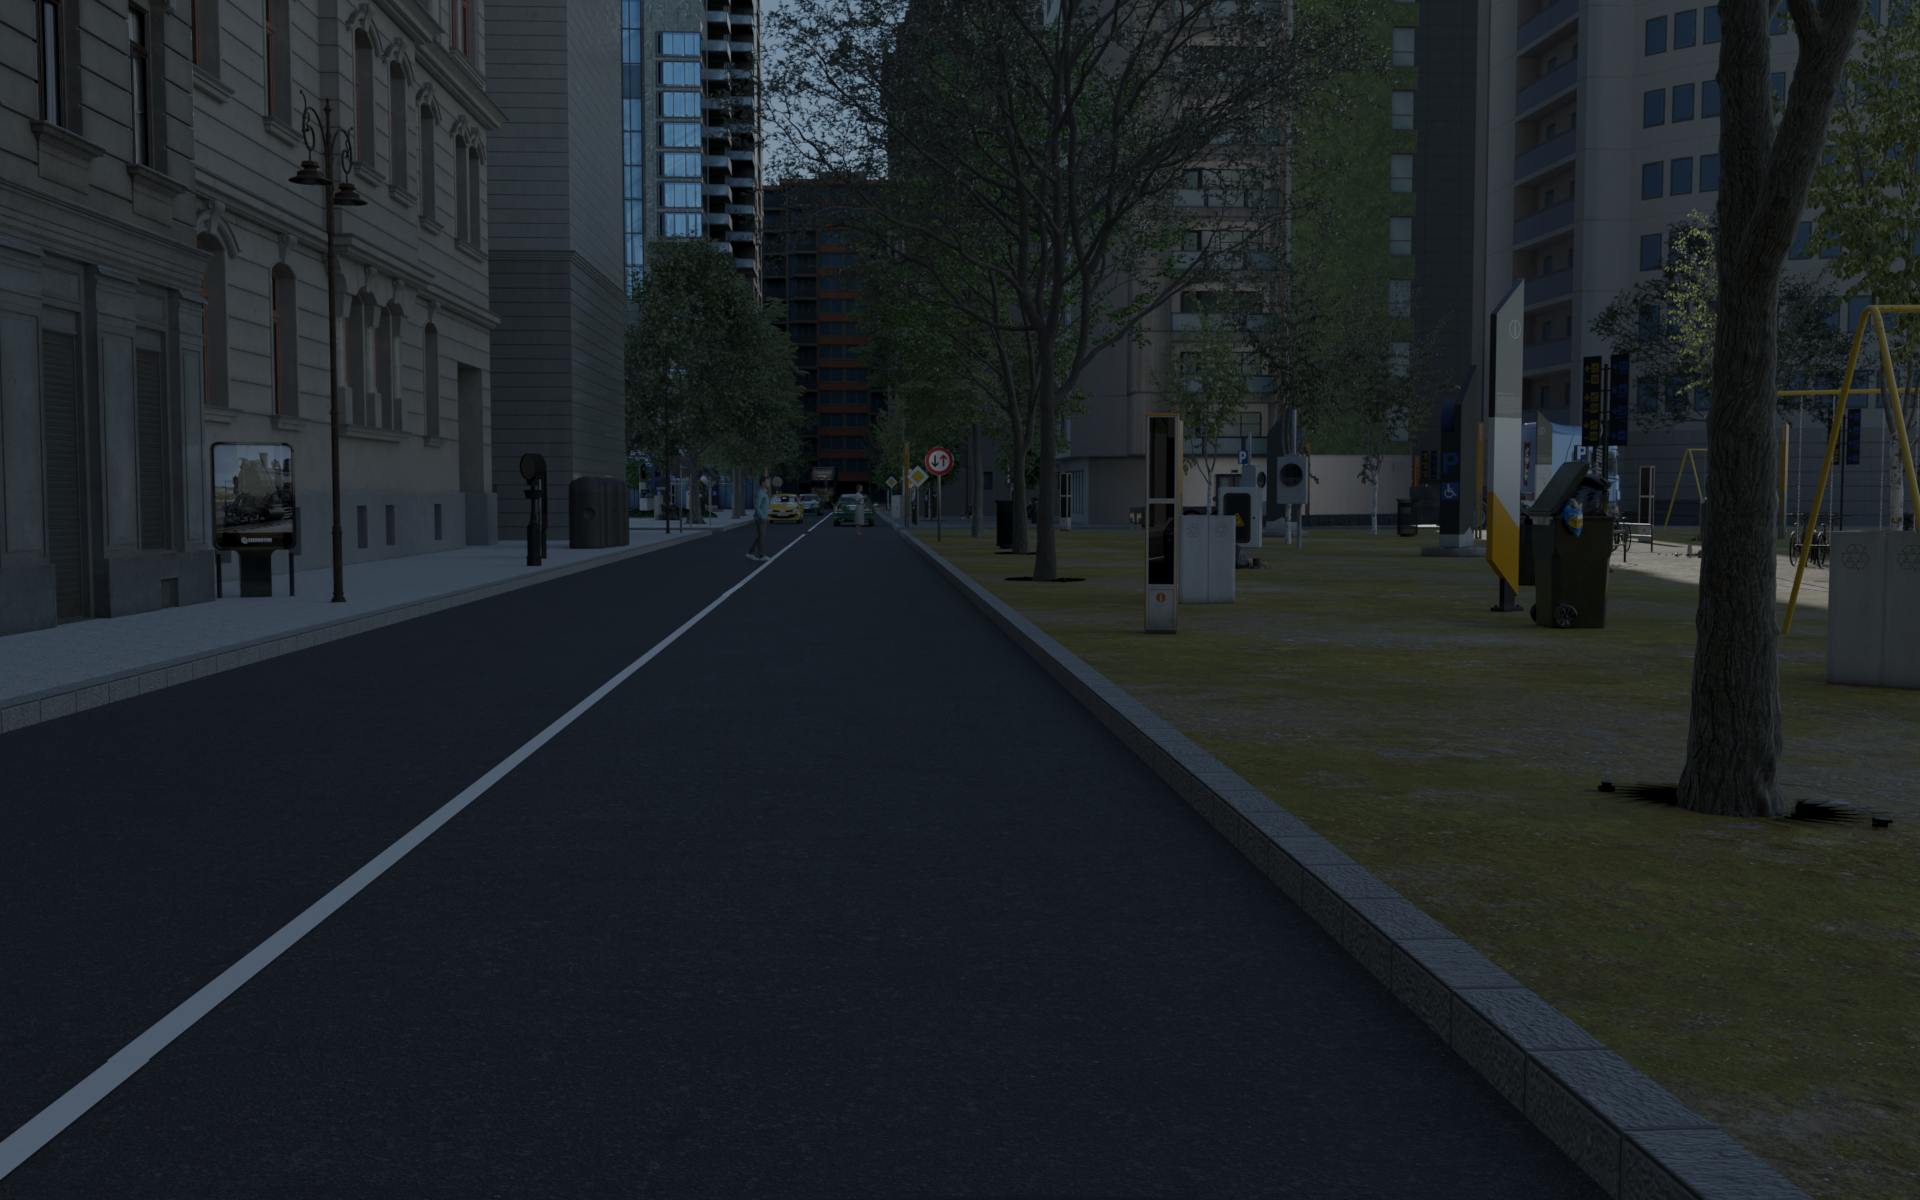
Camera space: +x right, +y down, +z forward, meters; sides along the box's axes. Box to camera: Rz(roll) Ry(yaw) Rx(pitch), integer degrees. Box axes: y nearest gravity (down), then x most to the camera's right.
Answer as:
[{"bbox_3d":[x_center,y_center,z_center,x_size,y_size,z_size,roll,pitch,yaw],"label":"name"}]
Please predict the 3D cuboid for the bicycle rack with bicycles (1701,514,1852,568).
[{"bbox_3d":[14.955,-1.112,31.559,2.852,0.926,2.925,3,5,44],"label":"bicycle rack with bicycles"}]

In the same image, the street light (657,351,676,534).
[{"bbox_3d":[-9.468,-5.088,55.973,0.468,5.910,1.993,0,4,-3],"label":"street light"}]

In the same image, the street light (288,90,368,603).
[{"bbox_3d":[-7.382,-2.912,20.392,0.468,5.910,1.993,0,4,-3],"label":"street light"}]

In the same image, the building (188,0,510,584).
[{"bbox_3d":[-17.322,-14.950,31.826,14.401,28.519,23.554,0,4,-3],"label":"building"}]

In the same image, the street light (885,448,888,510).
[{"bbox_3d":[-6.074,-10.402,142.865,0.468,5.910,1.993,0,4,-3],"label":"street light"}]

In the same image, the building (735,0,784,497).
[{"bbox_3d":[-29.241,-45.514,182.410,20.563,71.187,20.611,0,4,-3],"label":"building"}]

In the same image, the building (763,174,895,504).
[{"bbox_3d":[-16.731,-35.677,237.947,28.867,44.769,22.147,0,4,-3],"label":"building"}]

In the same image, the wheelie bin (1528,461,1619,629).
[{"bbox_3d":[5.926,-0.541,16.760,0.693,1.594,0.980,0,4,-2],"label":"wheelie bin"}]

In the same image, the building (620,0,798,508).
[{"bbox_3d":[-35.214,-54.517,204.031,31.000,86.520,22.319,0,4,-3],"label":"building"}]

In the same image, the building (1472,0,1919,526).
[{"bbox_3d":[40.343,-32.799,78.259,28.212,58.520,21.231,0,4,-3],"label":"building"}]

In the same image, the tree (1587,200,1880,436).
[{"bbox_3d":[24.428,-7.333,54.308,8.767,10.594,7.601,0,3,0],"label":"tree"}]

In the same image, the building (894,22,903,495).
[{"bbox_3d":[0.890,-31.378,163.145,14.600,45.320,14.200,0,4,-3],"label":"building"}]

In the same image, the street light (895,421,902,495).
[{"bbox_3d":[-3.827,-8.229,107.333,0.468,5.910,1.993,0,4,-3],"label":"street light"}]

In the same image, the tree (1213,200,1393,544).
[{"bbox_3d":[8.678,-5.744,44.271,4.360,8.622,3.978,0,3,0],"label":"tree"}]

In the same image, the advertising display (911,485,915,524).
[{"bbox_3d":[-1.930,-4.189,73.711,0.123,1.923,0.974,-1,4,-13],"label":"advertising display"}]

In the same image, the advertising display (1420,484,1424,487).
[{"bbox_3d":[30.921,-6.777,116.016,0.123,1.923,0.974,0,4,8],"label":"advertising display"}]

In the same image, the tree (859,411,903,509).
[{"bbox_3d":[-6.569,-12.333,152.008,4.360,8.622,3.978,0,3,0],"label":"tree"}]

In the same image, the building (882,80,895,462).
[{"bbox_3d":[5.094,-37.640,204.645,28.713,52.752,27.495,0,4,-3],"label":"building"}]

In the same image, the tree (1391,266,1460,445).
[{"bbox_3d":[13.406,-6.398,54.963,4.360,8.622,3.978,0,3,0],"label":"tree"}]

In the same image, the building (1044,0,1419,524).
[{"bbox_3d":[11.278,-24.031,76.509,14.086,41.232,14.154,0,4,-3],"label":"building"}]

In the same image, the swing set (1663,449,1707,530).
[{"bbox_3d":[26.421,-3.819,60.069,3.119,2.851,2.862,-1,4,-8],"label":"swing set"}]

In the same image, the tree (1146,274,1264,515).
[{"bbox_3d":[8.376,-6.607,58.389,4.737,8.622,4.395,0,3,0],"label":"tree"}]

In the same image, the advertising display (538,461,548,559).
[{"bbox_3d":[-8.350,-1.801,34.664,0.123,1.923,0.974,-1,4,-17],"label":"advertising display"}]

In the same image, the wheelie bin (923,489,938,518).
[{"bbox_3d":[-1.587,-5.268,94.040,0.693,1.594,0.980,1,4,16],"label":"wheelie bin"}]

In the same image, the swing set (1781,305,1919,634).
[{"bbox_3d":[9.063,-1.025,14.377,3.119,2.851,2.862,0,4,1],"label":"swing set"}]

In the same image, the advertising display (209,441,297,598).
[{"bbox_3d":[-8.765,-0.996,21.504,0.974,1.923,0.123,-2,4,-32],"label":"advertising display"}]

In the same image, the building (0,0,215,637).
[{"bbox_3d":[-13.075,-9.897,10.967,9.793,20.994,18.267,0,4,-3],"label":"building"}]

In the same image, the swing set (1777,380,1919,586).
[{"bbox_3d":[13.569,-1.732,25.940,3.119,2.851,2.862,2,4,25],"label":"swing set"}]

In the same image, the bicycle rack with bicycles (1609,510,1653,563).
[{"bbox_3d":[11.067,-1.142,32.060,2.852,0.926,2.925,2,4,31],"label":"bicycle rack with bicycles"}]

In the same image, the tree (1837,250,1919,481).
[{"bbox_3d":[24.452,-5.596,41.860,4.360,8.622,3.978,0,3,0],"label":"tree"}]

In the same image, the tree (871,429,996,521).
[{"bbox_3d":[-1.328,-6.029,82.293,4.285,4.588,4.351,0,3,0],"label":"tree"}]

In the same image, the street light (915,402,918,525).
[{"bbox_3d":[-1.797,-6.025,71.302,0.468,5.910,1.993,0,4,-3],"label":"street light"}]

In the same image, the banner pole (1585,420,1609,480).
[{"bbox_3d":[18.884,-3.764,51.563,0.863,3.779,0.401,2,4,32],"label":"banner pole"}]

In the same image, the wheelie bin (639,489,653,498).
[{"bbox_3d":[-21.038,-6.604,115.887,0.980,1.594,0.693,1,4,9],"label":"wheelie bin"}]

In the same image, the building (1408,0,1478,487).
[{"bbox_3d":[55.256,-47.232,210.491,20.611,71.187,20.563,0,4,-3],"label":"building"}]

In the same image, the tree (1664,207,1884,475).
[{"bbox_3d":[18.868,-5.595,41.841,4.360,8.622,3.978,0,3,0],"label":"tree"}]

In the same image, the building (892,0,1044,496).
[{"bbox_3d":[3.228,-45.362,179.921,20.563,71.187,20.611,0,4,-3],"label":"building"}]

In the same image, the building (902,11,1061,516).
[{"bbox_3d":[3.368,-20.570,108.014,14.160,30.474,14.107,0,4,-3],"label":"building"}]

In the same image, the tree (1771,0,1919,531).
[{"bbox_3d":[11.591,-4.320,20.997,4.737,8.622,4.395,0,3,0],"label":"tree"}]

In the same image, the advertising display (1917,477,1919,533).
[{"bbox_3d":[26.974,-2.623,48.094,0.974,1.923,0.123,-1,4,-15],"label":"advertising display"}]

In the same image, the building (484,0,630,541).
[{"bbox_3d":[-25.700,-16.766,51.624,29.804,29.767,11.434,0,4,-3],"label":"building"}]
